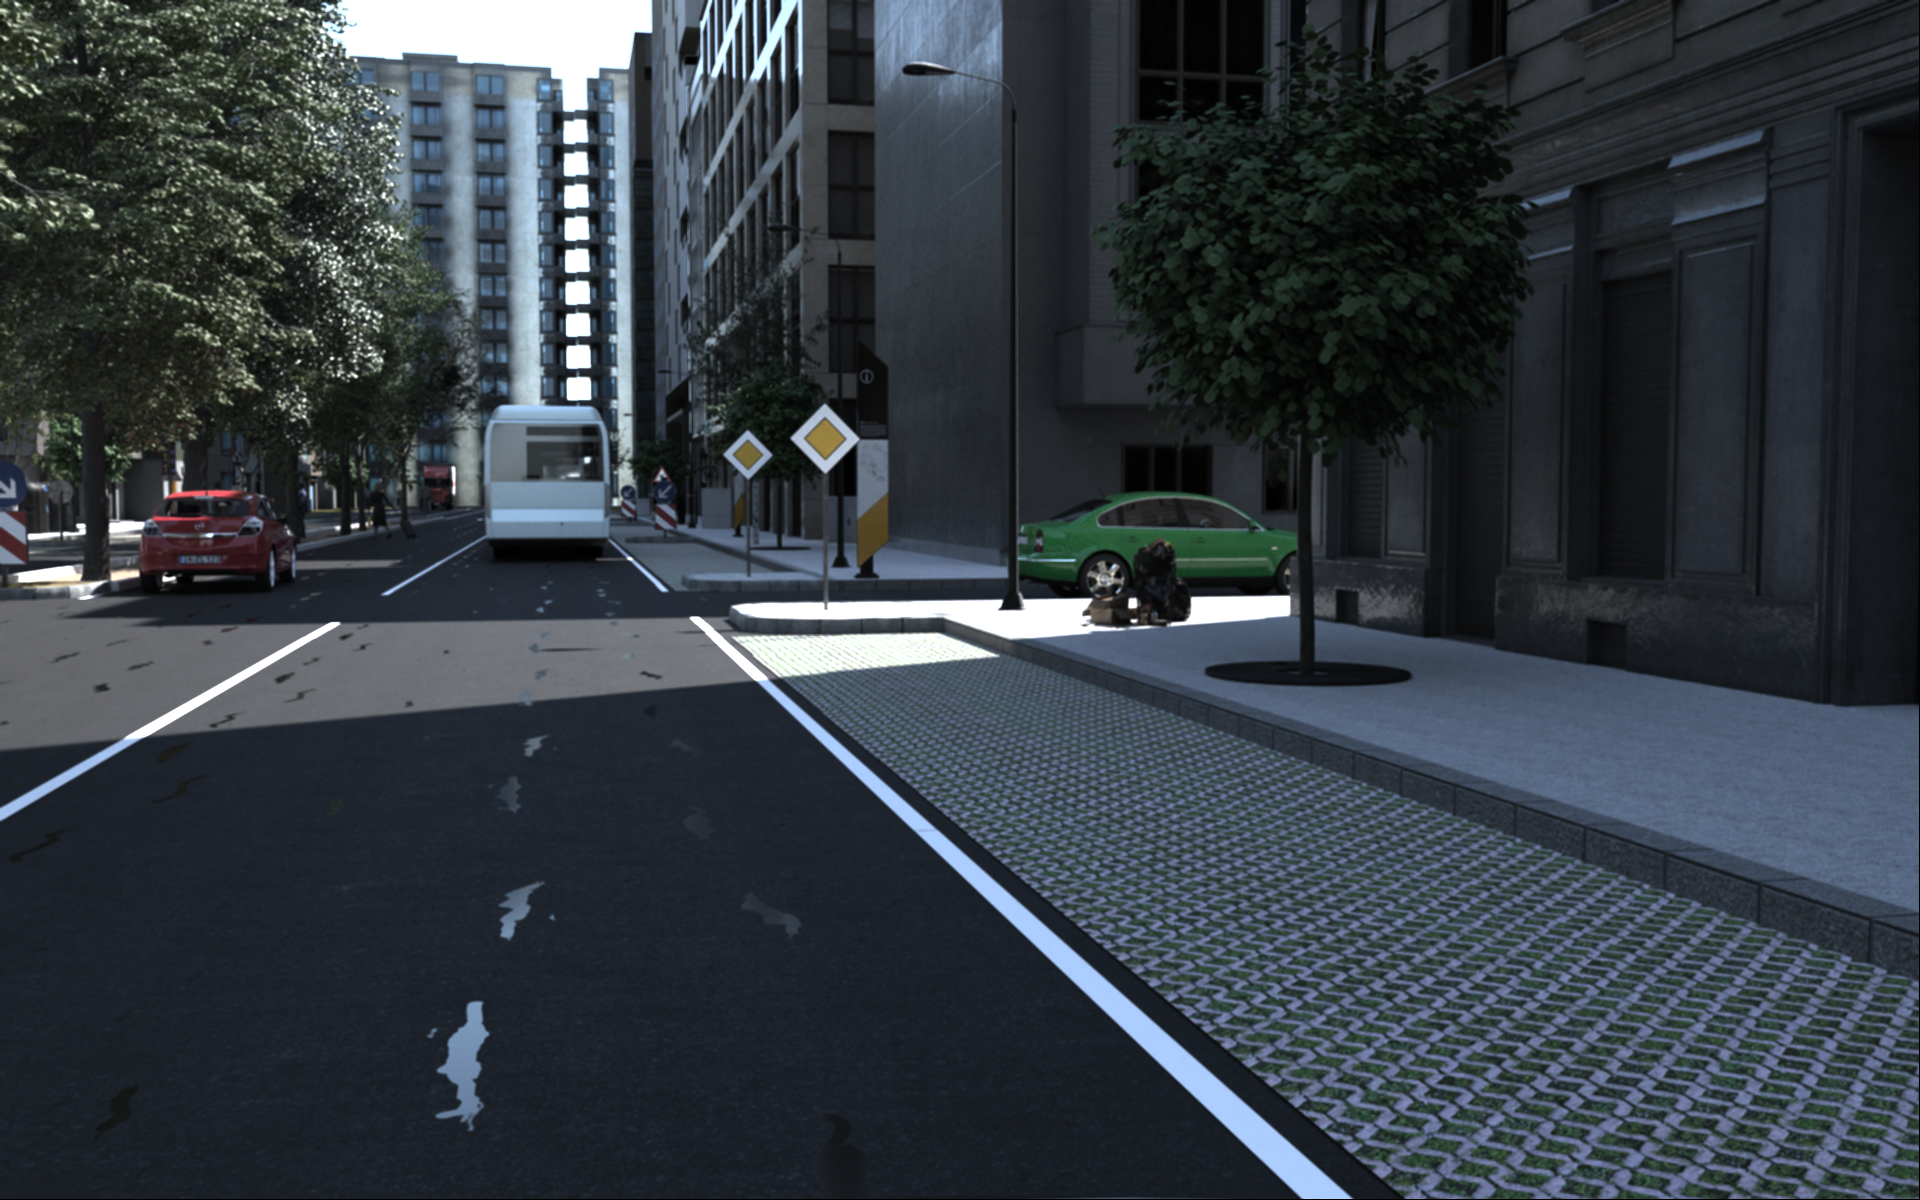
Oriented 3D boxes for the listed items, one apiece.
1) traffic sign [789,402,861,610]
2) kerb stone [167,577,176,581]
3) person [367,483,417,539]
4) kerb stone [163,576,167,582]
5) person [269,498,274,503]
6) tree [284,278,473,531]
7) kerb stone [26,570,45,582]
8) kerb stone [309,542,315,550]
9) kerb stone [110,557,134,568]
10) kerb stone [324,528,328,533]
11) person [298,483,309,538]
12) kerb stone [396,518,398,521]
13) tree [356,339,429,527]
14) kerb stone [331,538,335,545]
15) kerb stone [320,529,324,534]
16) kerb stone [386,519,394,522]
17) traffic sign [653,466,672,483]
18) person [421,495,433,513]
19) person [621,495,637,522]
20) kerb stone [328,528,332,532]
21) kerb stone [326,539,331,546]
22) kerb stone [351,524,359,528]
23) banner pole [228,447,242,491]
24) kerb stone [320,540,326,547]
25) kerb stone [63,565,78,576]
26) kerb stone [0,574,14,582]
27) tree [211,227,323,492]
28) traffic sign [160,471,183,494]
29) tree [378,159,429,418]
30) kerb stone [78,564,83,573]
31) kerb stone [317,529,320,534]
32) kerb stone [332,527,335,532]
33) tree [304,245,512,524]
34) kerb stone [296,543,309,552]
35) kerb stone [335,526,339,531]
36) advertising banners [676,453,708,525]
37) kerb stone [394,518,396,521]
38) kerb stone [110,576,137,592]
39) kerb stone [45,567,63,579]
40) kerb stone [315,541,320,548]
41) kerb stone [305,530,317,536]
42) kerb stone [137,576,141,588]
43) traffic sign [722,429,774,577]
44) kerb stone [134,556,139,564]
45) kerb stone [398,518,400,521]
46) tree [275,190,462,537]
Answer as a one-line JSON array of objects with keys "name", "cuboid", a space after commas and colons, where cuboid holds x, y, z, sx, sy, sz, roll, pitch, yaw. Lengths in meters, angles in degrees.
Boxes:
[{"name": "traffic sign", "cuboid": [-1.483, -0.942, 19.046, 0.795, 2.450, 0.064, -1, 4, -13]}, {"name": "kerb stone", "cuboid": [-13.201, -0.406, 28.840, 0.120, 0.150, 1.000, -1, 4, -13]}, {"name": "person", "cuboid": [-18.259, -2.859, 55.460, 1.509, 1.804, 0.699, 1, 4, 12]}, {"name": "kerb stone", "cuboid": [-12.966, -0.346, 27.846, 0.120, 0.150, 1.000, -1, 4, -13]}, {"name": "person", "cuboid": [-28.319, -3.558, 71.336, 0.373, 1.253, 0.362, -1, 4, -21]}, {"name": "tree", "cuboid": [-23.019, -7.936, 66.616, 8.767, 10.594, 7.601, -1, 4, -13]}, {"name": "kerb stone", "cuboid": [-15.243, -0.378, 28.376, 0.120, 0.150, 1.000, -1, 4, -13]}, {"name": "kerb stone", "cuboid": [-16.891, -1.382, 44.832, 0.120, 0.150, 1.000, -1, 4, -13]}, {"name": "kerb stone", "cuboid": [-16.628, -0.744, 34.360, 0.120, 0.150, 1.000, -1, 4, -13]}, {"name": "kerb stone", "cuboid": [-23.335, -2.517, 63.349, 0.120, 0.150, 1.000, -1, 4, -13]}, {"name": "person", "cuboid": [-21.198, -2.879, 55.751, 0.419, 1.800, 0.721, -1, 4, -19]}, {"name": "kerb stone", "cuboid": [-29.568, -4.167, 90.323, 0.120, 0.150, 1.000, -1, 4, -13]}, {"name": "tree", "cuboid": [-24.653, -7.394, 73.717, 4.737, 8.622, 4.395, 0, 3, 0]}, {"name": "kerb stone", "cuboid": [-17.819, -1.626, 48.838, 0.120, 0.150, 1.000, -1, 4, -13]}, {"name": "kerb stone", "cuboid": [-23.100, -2.456, 62.347, 0.120, 0.150, 1.000, -1, 4, -13]}, {"name": "kerb stone", "cuboid": [-29.101, -4.045, 88.325, 0.120, 0.150, 1.000, -1, 4, -13]}, {"name": "traffic sign", "cuboid": [-13.720, -4.880, 79.790, 0.884, 2.594, 0.081, -1, 4, -9]}, {"name": "person", "cuboid": [-40.295, -7.429, 130.697, 1.217, 1.736, 0.721, 1, 4, 21]}, {"name": "person", "cuboid": [-16.067, -4.592, 84.059, 0.782, 1.767, 0.515, -1, 4, -10]}, {"name": "kerb stone", "cuboid": [-23.569, -2.578, 64.352, 0.120, 0.150, 1.000, -1, 4, -13]}, {"name": "kerb stone", "cuboid": [-17.583, -1.568, 47.837, 0.120, 0.150, 1.000, -1, 4, -13]}, {"name": "kerb stone", "cuboid": [-25.641, -3.129, 73.347, 0.120, 0.150, 1.000, -1, 4, -13]}, {"name": "banner pole", "cuboid": [-38.682, -6.259, 92.359, 0.863, 3.779, 0.401, -1, 4, -21]}, {"name": "kerb stone", "cuboid": [-17.353, -1.495, 46.833, 0.120, 0.150, 1.000, -1, 4, -13]}, {"name": "kerb stone", "cuboid": [-15.710, -0.500, 30.368, 0.120, 0.150, 1.000, -1, 4, -13]}, {"name": "kerb stone", "cuboid": [-15.022, -0.314, 27.378, 0.120, 0.150, 1.000, -1, 4, -13]}, {"name": "tree", "cuboid": [-17.948, -5.532, 43.260, 4.737, 8.622, 4.395, 0, 3, 0]}, {"name": "traffic sign", "cuboid": [-32.564, -4.374, 71.526, 0.884, 2.594, 0.081, -1, 4, -11]}, {"name": "tree", "cuboid": [-19.189, -7.875, 49.336, 7.486, 12.596, 7.792, 0, 3, 0]}, {"name": "kerb stone", "cuboid": [-15.935, -0.560, 31.365, 0.120, 0.150, 1.000, -1, 4, -13]}, {"name": "kerb stone", "cuboid": [-22.876, -2.395, 61.346, 0.120, 0.150, 1.000, -1, 4, -13]}, {"name": "kerb stone", "cuboid": [-23.792, -2.640, 65.353, 0.120, 0.150, 1.000, -1, 4, -13]}, {"name": "tree", "cuboid": [-26.617, -10.386, 82.633, 12.009, 13.543, 11.850, 0, 3, 0]}, {"name": "kerb stone", "cuboid": [-16.660, -1.320, 43.823, 0.120, 0.150, 1.000, -1, 4, -13]}, {"name": "kerb stone", "cuboid": [-24.019, -2.701, 66.351, 0.120, 0.150, 1.000, -1, 4, -13]}, {"name": "advertising banners", "cuboid": [-11.360, -4.734, 73.592, 0.090, 3.025, 2.074, 2, 4, 32]}, {"name": "kerb stone", "cuboid": [-29.330, -4.106, 89.323, 0.120, 0.150, 1.000, -1, 4, -13]}, {"name": "kerb stone", "cuboid": [-12.503, -0.223, 25.852, 0.120, 0.150, 1.000, -1, 4, -13]}, {"name": "kerb stone", "cuboid": [-15.470, -0.439, 29.374, 0.120, 0.150, 1.000, -1, 4, -13]}, {"name": "kerb stone", "cuboid": [-17.122, -1.445, 45.828, 0.120, 0.150, 1.000, -1, 4, -13]}, {"name": "kerb stone", "cuboid": [-22.636, -2.326, 60.349, 0.120, 0.150, 1.000, -1, 4, -13]}, {"name": "kerb stone", "cuboid": [-12.735, -0.285, 26.847, 0.120, 0.150, 1.000, -1, 4, -13]}, {"name": "traffic sign", "cuboid": [-3.281, -1.418, 26.827, 0.795, 2.450, 0.064, -1, 4, -13]}, {"name": "kerb stone", "cuboid": [-16.853, -0.804, 35.361, 0.120, 0.150, 1.000, -1, 4, -13]}, {"name": "kerb stone", "cuboid": [-29.777, -4.219, 91.324, 0.120, 0.150, 1.000, -1, 4, -13]}, {"name": "tree", "cuboid": [-20.615, -7.942, 58.057, 9.928, 11.665, 9.643, 0, 3, 0]}]
